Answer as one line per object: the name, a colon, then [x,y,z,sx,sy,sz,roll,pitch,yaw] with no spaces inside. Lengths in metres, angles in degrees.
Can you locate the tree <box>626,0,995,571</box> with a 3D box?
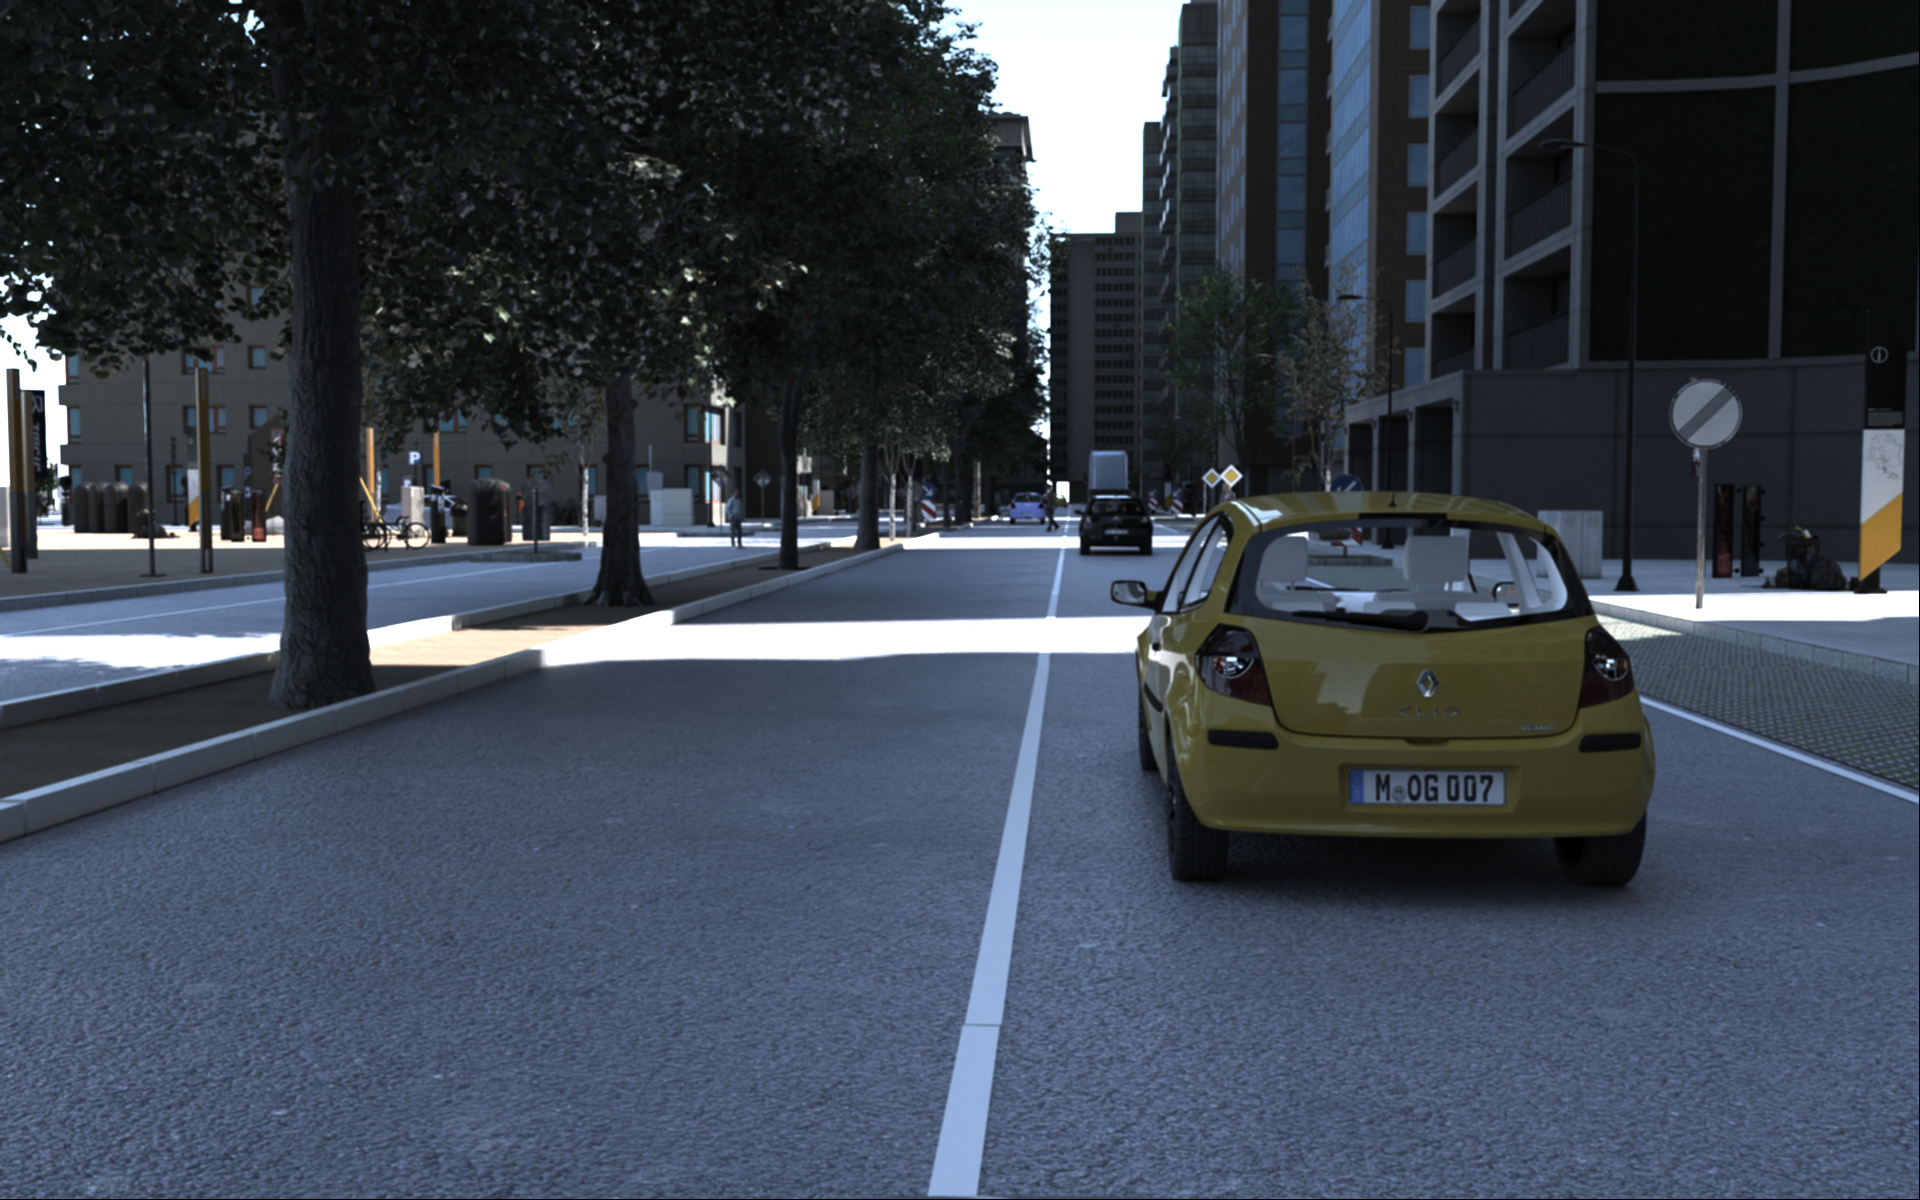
tree: [-3.139,-6.365,32.277,9.928,11.665,9.643,0,3,0]

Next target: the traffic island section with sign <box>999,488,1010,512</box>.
traffic island section with sign: [3.677,-8.145,141.304,2.006,1.907,1.989,0,4,4]

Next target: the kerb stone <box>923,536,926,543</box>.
kerb stone: [-1.161,-1.746,50.745,0.120,0.150,1.000,0,4,4]

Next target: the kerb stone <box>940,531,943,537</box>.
kerb stone: [-0.747,-2.121,56.877,0.120,0.150,1.000,0,4,4]

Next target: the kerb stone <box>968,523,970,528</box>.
kerb stone: [0.208,-3.029,71.716,0.120,0.150,1.000,0,4,4]

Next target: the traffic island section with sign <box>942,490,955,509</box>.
traffic island section with sign: [-0.717,-9.802,168.895,1.989,1.847,2.006,0,4,4]

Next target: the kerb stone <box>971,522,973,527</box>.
kerb stone: [0.346,-3.154,73.761,0.120,0.150,1.000,0,4,4]

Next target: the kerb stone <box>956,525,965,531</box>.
kerb stone: [0.017,-2.838,68.655,0.120,0.150,1.000,0,4,4]

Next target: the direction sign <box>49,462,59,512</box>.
direction sign: [-64.966,-8.090,124.275,0.379,3.537,0.876,1,4,11]

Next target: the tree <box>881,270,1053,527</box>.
tree: [-0.470,-8.078,68.945,8.767,10.594,7.601,0,4,4]

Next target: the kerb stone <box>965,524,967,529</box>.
kerb stone: [0.076,-2.901,69.676,0.120,0.150,1.000,0,4,4]

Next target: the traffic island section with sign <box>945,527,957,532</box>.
traffic island section with sign: [-1.178,-3.559,66.322,2.006,1.907,1.989,0,4,4]

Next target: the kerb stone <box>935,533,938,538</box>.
kerb stone: [-0.887,-1.993,54.837,0.120,0.150,1.000,0,4,4]

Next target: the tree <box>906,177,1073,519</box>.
tree: [-0.183,-14.836,100.913,12.611,20.169,13.585,0,3,0]

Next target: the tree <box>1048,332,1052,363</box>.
tree: [0.284,-11.047,89.735,9.857,13.997,8.962,0,3,0]

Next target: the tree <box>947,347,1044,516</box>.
tree: [1.681,-11.657,111.175,7.486,12.596,7.792,0,3,0]

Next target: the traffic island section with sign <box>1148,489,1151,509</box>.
traffic island section with sign: [12.980,-6.683,117.891,1.989,1.847,2.006,0,4,4]

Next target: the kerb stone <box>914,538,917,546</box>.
kerb stone: [-1.358,-1.558,47.663,0.120,0.150,1.000,0,4,4]

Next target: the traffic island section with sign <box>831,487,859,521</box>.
traffic island section with sign: [-5.739,-5.076,91.617,1.989,1.847,2.006,0,4,4]

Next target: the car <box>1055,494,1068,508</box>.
car: [10.442,-10.574,183.111,2.015,1.641,3.980,0,4,5]

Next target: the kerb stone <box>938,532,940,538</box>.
kerb stone: [-0.828,-2.059,55.858,0.120,0.150,1.000,0,4,4]

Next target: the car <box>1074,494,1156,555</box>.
car: [3.772,-1.972,42.036,2.009,1.686,4.222,0,4,4]

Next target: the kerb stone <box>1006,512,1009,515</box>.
kerb stone: [2.987,-5.657,114.691,0.120,0.150,1.000,0,4,4]

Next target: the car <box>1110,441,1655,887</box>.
car: [1.702,0.149,7.792,2.015,1.641,3.980,0,4,3]

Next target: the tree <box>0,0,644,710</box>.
tree: [-4.337,-6.259,11.454,9.857,13.997,8.962,0,3,0]

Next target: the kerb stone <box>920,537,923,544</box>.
kerb stone: [-1.226,-1.681,49.716,0.120,0.150,1.000,0,4,4]

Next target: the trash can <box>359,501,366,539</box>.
trash can: [-13.077,-1.551,37.009,0.748,1.137,0.748,0,3,0]

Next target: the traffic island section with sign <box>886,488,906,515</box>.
traffic island section with sign: [-3.981,-6.729,118.654,1.989,1.847,2.006,0,4,4]

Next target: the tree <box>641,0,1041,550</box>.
tree: [-2.388,-8.263,44.220,9.857,13.997,8.962,0,3,0]

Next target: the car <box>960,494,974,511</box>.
car: [0.674,-8.441,147.793,2.009,1.686,4.222,0,4,2]

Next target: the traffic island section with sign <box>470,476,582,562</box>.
traffic island section with sign: [-9.262,-1.753,37.291,1.989,1.847,2.006,0,4,4]

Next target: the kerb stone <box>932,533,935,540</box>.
kerb stone: [-0.954,-1.931,53.817,0.120,0.150,1.000,0,4,4]

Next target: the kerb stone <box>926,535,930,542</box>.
kerb stone: [-1.088,-1.809,51.778,0.120,0.150,1.000,0,4,4]

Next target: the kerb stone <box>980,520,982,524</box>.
kerb stone: [0.809,-3.585,80.936,0.120,0.150,1.000,0,4,4]

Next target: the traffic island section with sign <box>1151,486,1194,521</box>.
traffic island section with sign: [11.240,-5.038,90.992,1.989,1.847,2.006,0,4,4]

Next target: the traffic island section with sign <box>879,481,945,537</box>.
traffic island section with sign: [-1.668,-3.107,58.931,2.006,1.907,1.989,0,4,4]

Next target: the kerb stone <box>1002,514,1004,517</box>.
kerb stone: [2.466,-5.153,106.499,0.120,0.150,1.000,0,4,4]

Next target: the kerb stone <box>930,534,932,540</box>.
kerb stone: [-1.022,-1.871,52.798,0.120,0.150,1.000,0,4,4]

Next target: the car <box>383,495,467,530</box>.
car: [-18.994,-3.186,64.091,4.499,1.417,2.014,0,4,3]

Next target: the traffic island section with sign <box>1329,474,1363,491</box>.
traffic island section with sign: [7.604,-1.621,35.128,1.989,1.847,2.006,0,4,4]

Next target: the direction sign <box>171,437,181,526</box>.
direction sign: [-31.457,-4.732,69.358,0.379,3.537,0.876,-2,4,-34]

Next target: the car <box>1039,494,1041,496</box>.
car: [5.606,-7.473,132.413,2.015,1.641,3.980,0,4,2]

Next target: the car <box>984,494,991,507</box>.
car: [3.610,-11.120,191.593,2.009,1.686,4.222,0,4,3]

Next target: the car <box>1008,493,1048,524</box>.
car: [3.252,-4.504,83.224,1.945,1.707,3.694,0,4,3]

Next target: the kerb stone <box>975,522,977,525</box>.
kerb stone: [0.542,-3.343,76.846,0.120,0.150,1.000,0,4,4]

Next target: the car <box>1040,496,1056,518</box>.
car: [4.677,-5.463,101.892,1.945,1.354,3.894,0,4,5]

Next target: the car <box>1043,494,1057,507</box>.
car: [9.723,-11.027,189.329,2.155,1.783,4.494,0,4,4]

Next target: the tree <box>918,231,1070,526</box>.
tree: [-0.088,-10.147,78.738,12.009,13.543,11.850,0,3,0]

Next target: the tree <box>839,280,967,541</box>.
tree: [-1.666,-6.364,56.865,4.360,8.622,3.978,0,3,0]

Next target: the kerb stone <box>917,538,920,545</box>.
kerb stone: [-1.293,-1.620,48.690,0.120,0.150,1.000,0,4,4]

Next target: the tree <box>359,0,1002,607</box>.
tree: [-4.365,-6.279,22.120,9.611,12.733,9.660,0,3,0]
